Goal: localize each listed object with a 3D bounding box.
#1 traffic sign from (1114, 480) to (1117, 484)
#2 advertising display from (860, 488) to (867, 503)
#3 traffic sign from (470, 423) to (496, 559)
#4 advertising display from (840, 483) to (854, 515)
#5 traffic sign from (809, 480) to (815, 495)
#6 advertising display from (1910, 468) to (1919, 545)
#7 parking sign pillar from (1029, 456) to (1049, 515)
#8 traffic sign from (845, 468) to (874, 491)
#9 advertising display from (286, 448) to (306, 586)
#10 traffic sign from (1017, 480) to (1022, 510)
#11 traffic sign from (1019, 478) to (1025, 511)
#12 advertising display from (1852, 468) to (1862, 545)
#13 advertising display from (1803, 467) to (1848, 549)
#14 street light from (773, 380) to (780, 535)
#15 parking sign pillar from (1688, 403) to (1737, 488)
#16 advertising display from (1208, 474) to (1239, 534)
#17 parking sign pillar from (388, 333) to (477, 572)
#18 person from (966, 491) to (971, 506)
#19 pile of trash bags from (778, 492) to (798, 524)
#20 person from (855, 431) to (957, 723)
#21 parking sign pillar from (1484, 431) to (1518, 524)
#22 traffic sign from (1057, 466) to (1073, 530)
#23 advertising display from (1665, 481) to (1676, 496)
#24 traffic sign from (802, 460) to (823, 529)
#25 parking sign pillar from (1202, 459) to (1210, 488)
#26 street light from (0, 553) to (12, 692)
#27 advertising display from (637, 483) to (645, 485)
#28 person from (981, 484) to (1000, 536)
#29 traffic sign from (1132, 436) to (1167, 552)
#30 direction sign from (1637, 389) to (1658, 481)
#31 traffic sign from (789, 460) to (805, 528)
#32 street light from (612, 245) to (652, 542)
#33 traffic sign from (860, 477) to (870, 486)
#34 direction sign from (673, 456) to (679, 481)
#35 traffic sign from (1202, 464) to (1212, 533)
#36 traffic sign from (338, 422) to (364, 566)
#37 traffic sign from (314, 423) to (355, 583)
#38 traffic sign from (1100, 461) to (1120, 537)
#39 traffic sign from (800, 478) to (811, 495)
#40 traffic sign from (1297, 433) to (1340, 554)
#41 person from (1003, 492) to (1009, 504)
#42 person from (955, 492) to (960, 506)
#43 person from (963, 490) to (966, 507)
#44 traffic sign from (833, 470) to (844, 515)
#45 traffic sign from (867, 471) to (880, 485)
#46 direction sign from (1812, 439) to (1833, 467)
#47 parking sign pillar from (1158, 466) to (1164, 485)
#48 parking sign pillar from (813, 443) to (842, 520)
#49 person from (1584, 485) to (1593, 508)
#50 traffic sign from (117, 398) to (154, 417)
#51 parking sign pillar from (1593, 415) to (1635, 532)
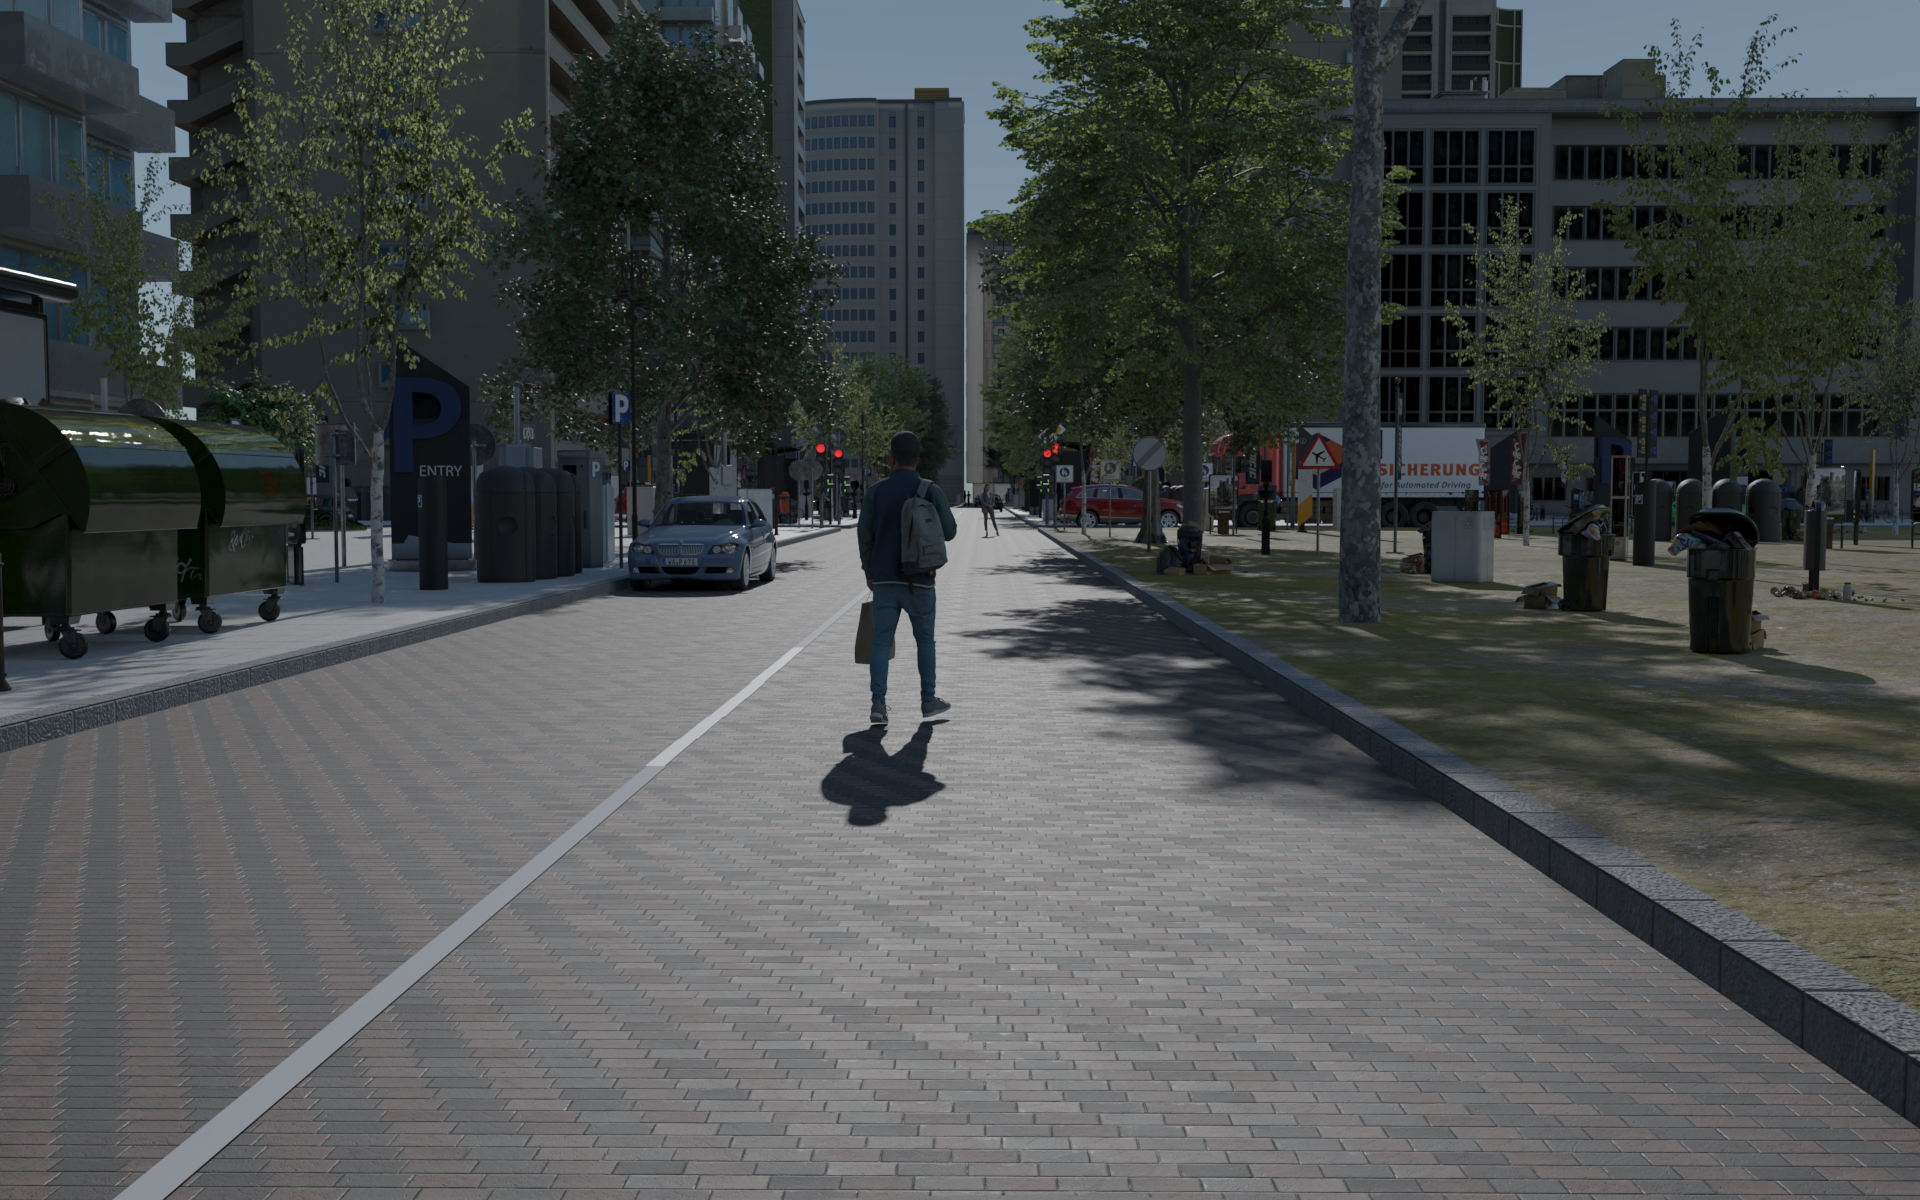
[{"bbox_3d":[9.323,-6.547,107.154,0.768,2.556,0.104,1,4,10],"label":"traffic sign"},{"bbox_3d":[-6.982,-7.620,129.793,0.974,1.923,0.123,0,4,-1],"label":"advertising display"},{"bbox_3d":[-8.748,-1.905,31.246,0.768,2.556,0.104,0,4,1],"label":"traffic sign"},{"bbox_3d":[-6.488,-5.717,98.683,0.974,1.923,0.123,1,4,14],"label":"advertising display"},{"bbox_3d":[-8.542,-5.906,98.684,0.606,2.300,0.079,0,4,2],"label":"traffic sign"},{"bbox_3d":[24.330,-2.332,43.334,0.974,1.923,0.123,1,4,14],"label":"advertising display"},{"bbox_3d":[5.024,-7.326,108.244,1.447,3.967,1.447,1,4,15],"label":"parking sign pillar"},{"bbox_3d":[-7.788,-8.544,133.570,2.265,3.308,0.079,0,4,2],"label":"traffic sign"},{"bbox_3d":[-9.428,-1.180,24.514,0.123,1.923,0.974,-2,4,-33],"label":"advertising display"},{"bbox_3d":[5.057,-8.640,141.363,0.768,2.556,0.104,0,4,4],"label":"traffic sign"},{"bbox_3d":[4.816,-7.878,128.814,0.884,2.594,0.081,0,4,8],"label":"traffic sign"},{"bbox_3d":[22.627,-2.355,43.717,0.123,1.923,0.974,2,4,23],"label":"advertising display"},{"bbox_3d":[20.356,-2.174,40.760,0.974,1.923,0.123,0,4,-2],"label":"advertising display"},{"bbox_3d":[-5.715,-4.950,53.722,0.468,5.910,1.993,0,4,1],"label":"street light"},{"bbox_3d":[22.475,-3.871,51.763,1.447,3.967,1.447,-3,5,-41],"label":"parking sign pillar"},{"bbox_3d":[8.482,-3.091,55.752,0.974,1.923,0.123,0,4,-4],"label":"advertising display"},{"bbox_3d":[-8.900,-2.486,29.122,1.447,3.967,1.447,-1,4,-14],"label":"parking sign pillar"},{"bbox_3d":[0.963,-11.769,200.856,0.705,1.831,1.348,-2,4,-35],"label":"person"},{"bbox_3d":[-7.858,-3.966,74.603,1.912,1.369,3.447,-1,4,-19],"label":"pile of trash bags"},{"bbox_3d":[-0.392,-0.144,10.844,0.794,1.824,0.713,2,4,25],"label":"person"},{"bbox_3d":[23.117,-5.227,73.929,1.447,3.967,1.447,2,4,30],"label":"parking sign pillar"},{"bbox_3d":[3.719,-3.642,61.680,0.606,2.300,0.079,0,4,1],"label":"traffic sign"},{"bbox_3d":[34.031,-4.784,83.426,0.123,1.923,0.974,-1,4,-23],"label":"advertising display"},{"bbox_3d":[-5.484,-3.925,64.278,0.768,2.556,0.104,0,4,6],"label":"traffic sign"},{"bbox_3d":[14.067,-6.659,97.353,1.447,3.967,1.447,3,5,43],"label":"parking sign pillar"},{"bbox_3d":[-6.285,-2.344,11.114,0.468,5.910,1.993,0,4,1],"label":"street light"},{"bbox_3d":[-18.651,-5.867,101.132,0.974,1.923,0.123,3,4,37],"label":"advertising display"},{"bbox_3d":[1.031,-3.080,59.135,0.520,1.790,0.573,-3,5,-39],"label":"person"},{"bbox_3d":[4.182,-2.332,38.240,0.768,2.556,0.104,1,4,9],"label":"traffic sign"},{"bbox_3d":[14.890,-2.787,37.568,0.876,3.537,0.379,-3,5,-43],"label":"direction sign"},{"bbox_3d":[-6.023,-3.953,64.739,0.768,2.556,0.104,0,4,5],"label":"traffic sign"},{"bbox_3d":[-6.110,-3.646,32.405,0.468,5.910,1.993,0,4,1],"label":"street light"},{"bbox_3d":[-7.000,-7.815,127.880,0.768,2.556,0.104,0,4,3],"label":"traffic sign"},{"bbox_3d":[-17.044,-6.872,104.362,0.876,3.537,0.379,2,4,29],"label":"direction sign"},{"bbox_3d":[7.983,-3.346,56.837,0.606,2.300,0.079,1,4,10],"label":"traffic sign"},{"bbox_3d":[-10.927,-1.868,30.652,0.768,2.556,0.104,0,4,5],"label":"traffic sign"},{"bbox_3d":[-9.016,-1.399,25.004,0.606,2.300,0.079,0,4,6],"label":"traffic sign"},{"bbox_3d":[4.493,-3.043,51.875,0.606,2.300,0.079,1,4,9],"label":"traffic sign"},{"bbox_3d":[-8.670,-5.886,96.335,0.768,2.556,0.104,0,4,7],"label":"traffic sign"},{"bbox_3d":[7.595,-2.245,36.709,0.884,2.594,0.081,1,4,9],"label":"traffic sign"},{"bbox_3d":[6.059,-13.407,228.416,0.721,1.735,1.217,-3,5,-44],"label":"person"},{"bbox_3d":[-0.214,-12.394,211.805,0.621,1.740,0.551,3,5,40],"label":"person"},{"bbox_3d":[0.528,-11.616,198.058,0.705,1.869,1.348,0,4,1],"label":"person"},{"bbox_3d":[-6.351,-5.444,89.109,0.768,2.556,0.104,0,4,5],"label":"traffic sign"},{"bbox_3d":[-4.906,-6.063,99.137,0.884,2.594,0.081,1,4,10],"label":"traffic sign"},{"bbox_3d":[35.618,-4.871,71.635,0.876,3.537,0.379,0,4,-4],"label":"direction sign"},{"bbox_3d":[15.418,-8.938,134.614,1.447,3.967,1.447,-1,4,-19],"label":"parking sign pillar"},{"bbox_3d":[-6.715,-6.067,87.668,1.447,3.967,1.447,0,4,5],"label":"parking sign pillar"},{"bbox_3d":[24.548,-3.579,67.008,0.794,1.824,0.713,-3,4,-38],"label":"person"},{"bbox_3d":[-10.890,-1.402,23.031,0.768,2.556,0.104,0,4,7],"label":"traffic sign"},{"bbox_3d":[22.401,-4.332,59.303,1.447,3.967,1.447,0,4,-7],"label":"parking sign pillar"}]
